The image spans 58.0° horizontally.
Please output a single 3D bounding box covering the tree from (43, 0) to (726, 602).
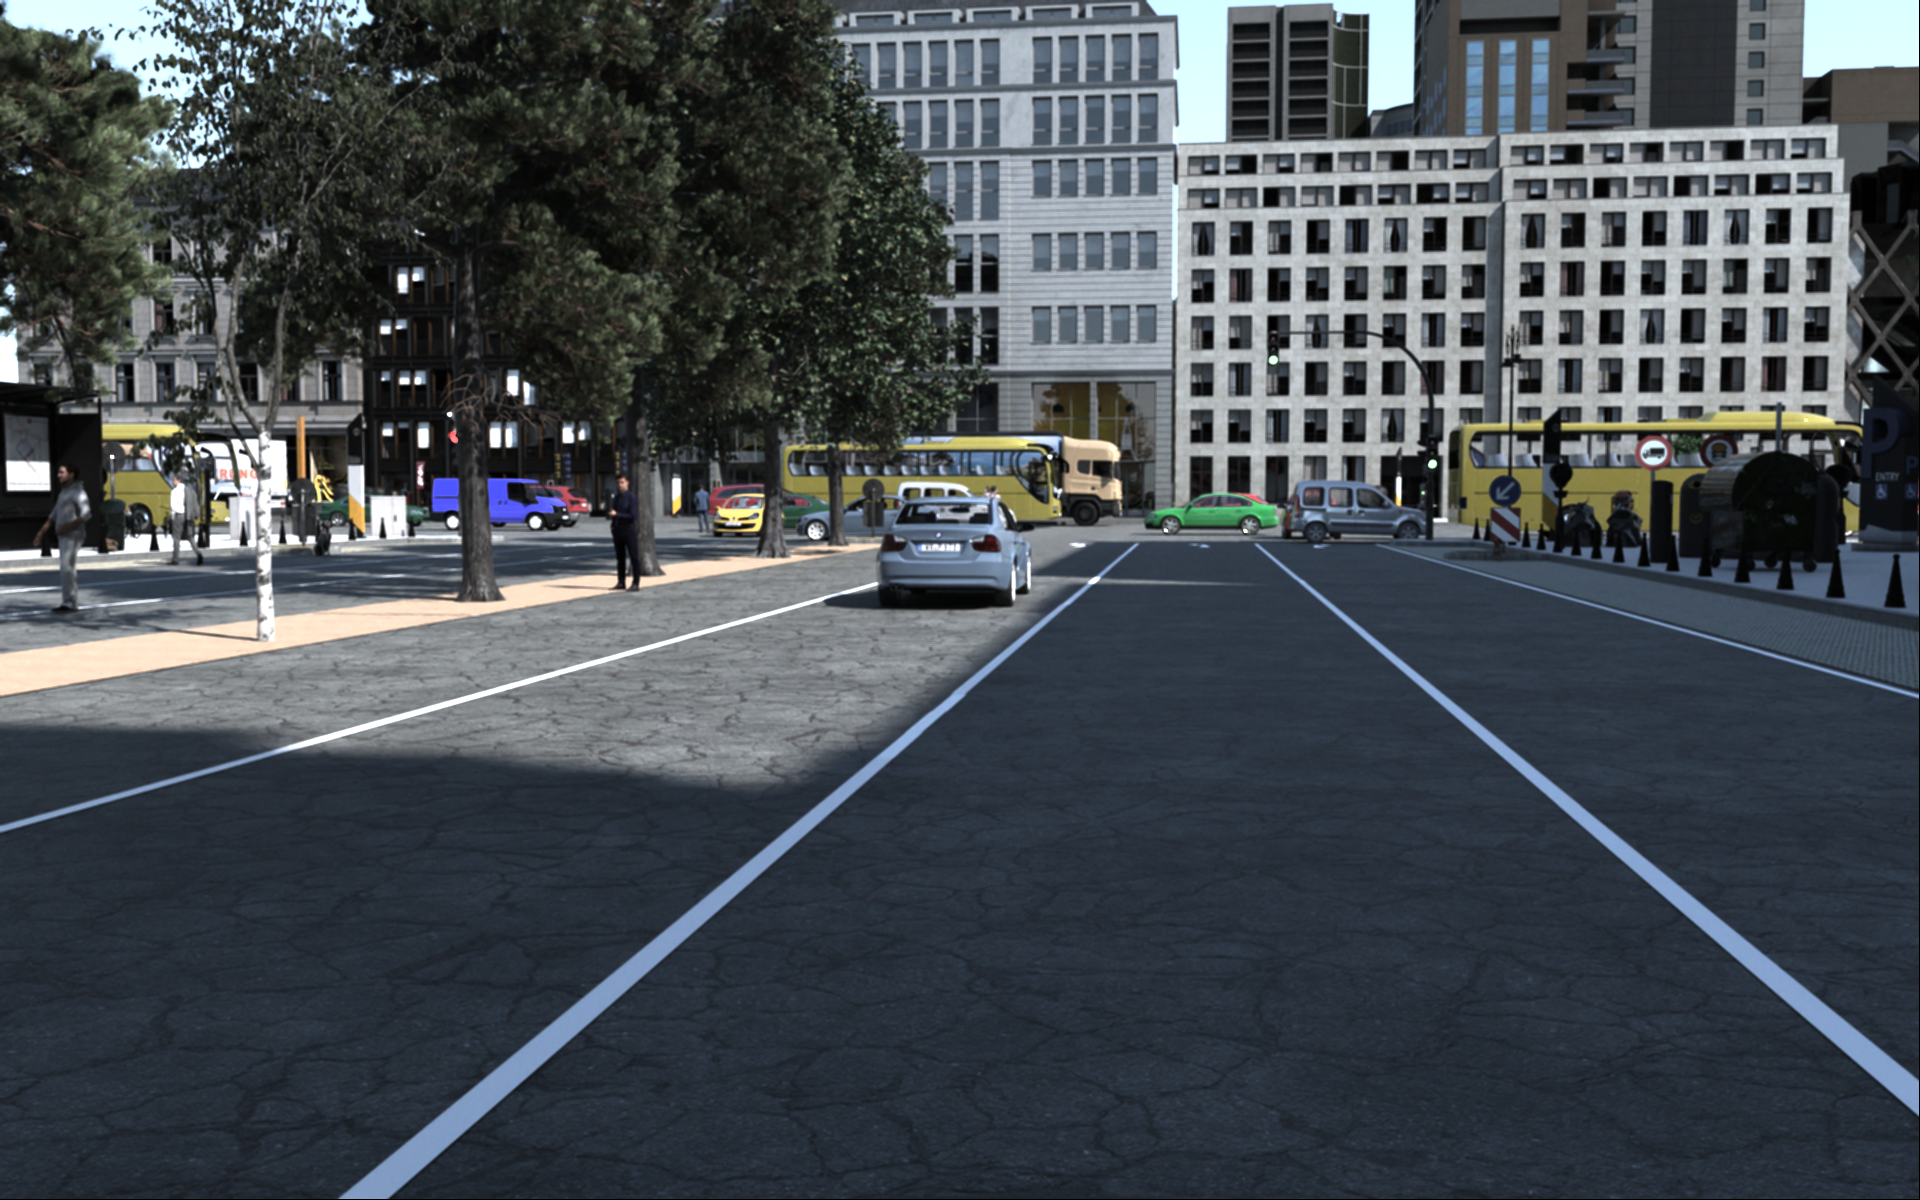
[{"bbox_3d":[-6.492,-6.006,22.712,6.751,12.117,7.091,0,3,0],"label":"tree"}]

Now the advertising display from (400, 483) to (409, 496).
[{"bbox_3d":[-31.385,-5.669,97.899,0.123,1.923,0.974,-3,5,-39],"label":"advertising display"}]

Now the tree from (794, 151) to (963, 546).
[{"bbox_3d":[-3.456,-7.507,47.248,6.751,12.117,7.091,0,3,0],"label":"tree"}]

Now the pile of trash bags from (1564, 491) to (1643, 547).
[{"bbox_3d":[16.166,-2.042,43.142,1.912,1.369,3.447,2,4,33],"label":"pile of trash bags"}]

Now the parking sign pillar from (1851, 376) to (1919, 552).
[{"bbox_3d":[20.853,-3.081,38.841,1.447,3.967,1.447,-1,4,-14],"label":"parking sign pillar"}]

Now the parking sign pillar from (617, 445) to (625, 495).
[{"bbox_3d":[-18.124,-6.515,94.987,1.447,3.967,1.447,0,4,3],"label":"parking sign pillar"}]

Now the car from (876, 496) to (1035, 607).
[{"bbox_3d":[-0.026,-0.696,23.385,2.014,1.417,4.499,0,4,6],"label":"car"}]

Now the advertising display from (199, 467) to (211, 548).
[{"bbox_3d":[-18.120,-2.225,41.590,0.123,1.923,0.974,-2,4,-31],"label":"advertising display"}]

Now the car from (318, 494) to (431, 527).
[{"bbox_3d":[-25.934,-3.983,76.913,4.920,1.459,2.131,0,4,6],"label":"car"}]

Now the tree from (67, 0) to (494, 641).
[{"bbox_3d":[-6.718,-3.912,16.780,4.360,8.622,3.978,0,3,0],"label":"tree"}]

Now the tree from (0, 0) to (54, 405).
[{"bbox_3d":[-7.836,-5.280,10.833,6.751,12.117,7.091,0,3,0],"label":"tree"}]

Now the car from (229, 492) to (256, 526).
[{"bbox_3d":[-33.117,-4.145,76.807,4.494,1.783,2.155,0,4,8],"label":"car"}]

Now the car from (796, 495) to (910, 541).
[{"bbox_3d":[-2.793,-2.527,53.313,4.499,1.417,2.014,0,4,7],"label":"car"}]

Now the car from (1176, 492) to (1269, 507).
[{"bbox_3d":[10.979,-3.959,73.771,4.494,1.783,2.155,0,4,6],"label":"car"}]

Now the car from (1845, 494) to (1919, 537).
[{"bbox_3d":[30.969,-3.017,58.375,4.494,1.783,2.155,1,4,10],"label":"car"}]

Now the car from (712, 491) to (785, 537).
[{"bbox_3d":[-7.149,-2.959,58.596,2.015,1.641,3.980,0,4,8],"label":"car"}]

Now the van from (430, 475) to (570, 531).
[{"bbox_3d":[-18.004,-3.895,68.066,5.245,2.365,2.240,1,4,9],"label":"van"}]

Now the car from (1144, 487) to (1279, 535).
[{"bbox_3d":[8.843,-3.192,60.988,4.718,1.807,1.959,1,4,9],"label":"car"}]

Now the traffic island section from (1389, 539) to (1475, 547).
[{"bbox_3d":[13.053,-1.581,48.134,2.009,0.180,2.903,0,4,8],"label":"traffic island section"}]

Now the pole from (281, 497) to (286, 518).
[{"bbox_3d":[-35.904,-5.992,91.806,0.158,3.312,0.155,0,3,0],"label":"pole"}]

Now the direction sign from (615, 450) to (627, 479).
[{"bbox_3d":[-17.473,-5.951,89.290,0.379,3.537,0.876,2,4,32],"label":"direction sign"}]

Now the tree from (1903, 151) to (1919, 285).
[{"bbox_3d":[17.287,-4.744,27.926,4.737,8.622,4.395,0,3,0],"label":"tree"}]

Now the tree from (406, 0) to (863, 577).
[{"bbox_3d":[-5.677,-7.345,29.979,7.806,13.903,7.818,0,3,0],"label":"tree"}]

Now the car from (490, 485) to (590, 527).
[{"bbox_3d":[-18.720,-4.053,74.938,5.304,1.827,2.281,0,4,7],"label":"car"}]

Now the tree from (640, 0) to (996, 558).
[{"bbox_3d":[-4.202,-7.292,38.688,9.611,12.733,9.660,0,3,0],"label":"tree"}]

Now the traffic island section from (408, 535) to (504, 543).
[{"bbox_3d":[-14.979,-1.815,51.950,2.009,0.180,2.903,0,4,8],"label":"traffic island section"}]

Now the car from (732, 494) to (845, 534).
[{"bbox_3d":[-6.499,-3.141,63.148,4.920,1.459,2.131,0,4,7],"label":"car"}]

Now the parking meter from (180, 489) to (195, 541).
[{"bbox_3d":[-21.315,-2.406,47.747,0.372,1.533,0.369,0,3,0],"label":"parking meter"}]

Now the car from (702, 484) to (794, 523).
[{"bbox_3d":[-7.427,-3.607,67.645,5.304,1.827,2.281,0,4,6],"label":"car"}]

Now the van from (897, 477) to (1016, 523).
[{"bbox_3d":[-0.143,-3.152,58.552,4.112,2.044,2.013,0,4,7],"label":"van"}]

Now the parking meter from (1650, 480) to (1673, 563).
[{"bbox_3d":[13.084,-1.461,32.299,0.372,1.533,0.369,0,3,0],"label":"parking meter"}]

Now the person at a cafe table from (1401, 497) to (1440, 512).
[{"bbox_3d":[23.355,-4.823,87.376,1.698,1.524,1.622,3,5,42],"label":"person at a cafe table"}]

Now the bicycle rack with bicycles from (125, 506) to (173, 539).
[{"bbox_3d":[-23.822,-2.274,50.559,2.852,0.926,2.925,-1,4,-23],"label":"bicycle rack with bicycles"}]

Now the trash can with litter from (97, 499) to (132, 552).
[{"bbox_3d":[-18.914,-1.671,38.712,0.624,1.170,1.055,-1,4,-18],"label":"trash can with litter"}]

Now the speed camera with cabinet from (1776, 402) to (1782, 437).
[{"bbox_3d":[17.912,-2.676,38.089,0.660,3.252,2.038,3,4,36],"label":"speed camera with cabinet"}]

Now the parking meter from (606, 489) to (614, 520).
[{"bbox_3d":[-17.278,-4.711,85.438,0.372,1.533,0.369,0,3,0],"label":"parking meter"}]

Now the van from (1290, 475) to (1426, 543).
[{"bbox_3d":[11.826,-2.694,51.062,4.112,2.044,2.013,0,4,8],"label":"van"}]

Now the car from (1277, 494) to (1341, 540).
[{"bbox_3d":[11.369,-2.879,56.107,2.155,1.783,4.494,1,4,9],"label":"car"}]

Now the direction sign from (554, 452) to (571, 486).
[{"bbox_3d":[-21.203,-6.144,92.446,0.876,3.537,0.379,0,4,-4],"label":"direction sign"}]

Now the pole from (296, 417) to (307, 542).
[{"bbox_3d":[-17.457,-3.185,45.922,0.158,3.312,0.155,0,3,0],"label":"pole"}]

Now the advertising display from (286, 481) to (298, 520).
[{"bbox_3d":[-33.702,-5.042,87.649,0.123,1.923,0.974,2,4,24],"label":"advertising display"}]
